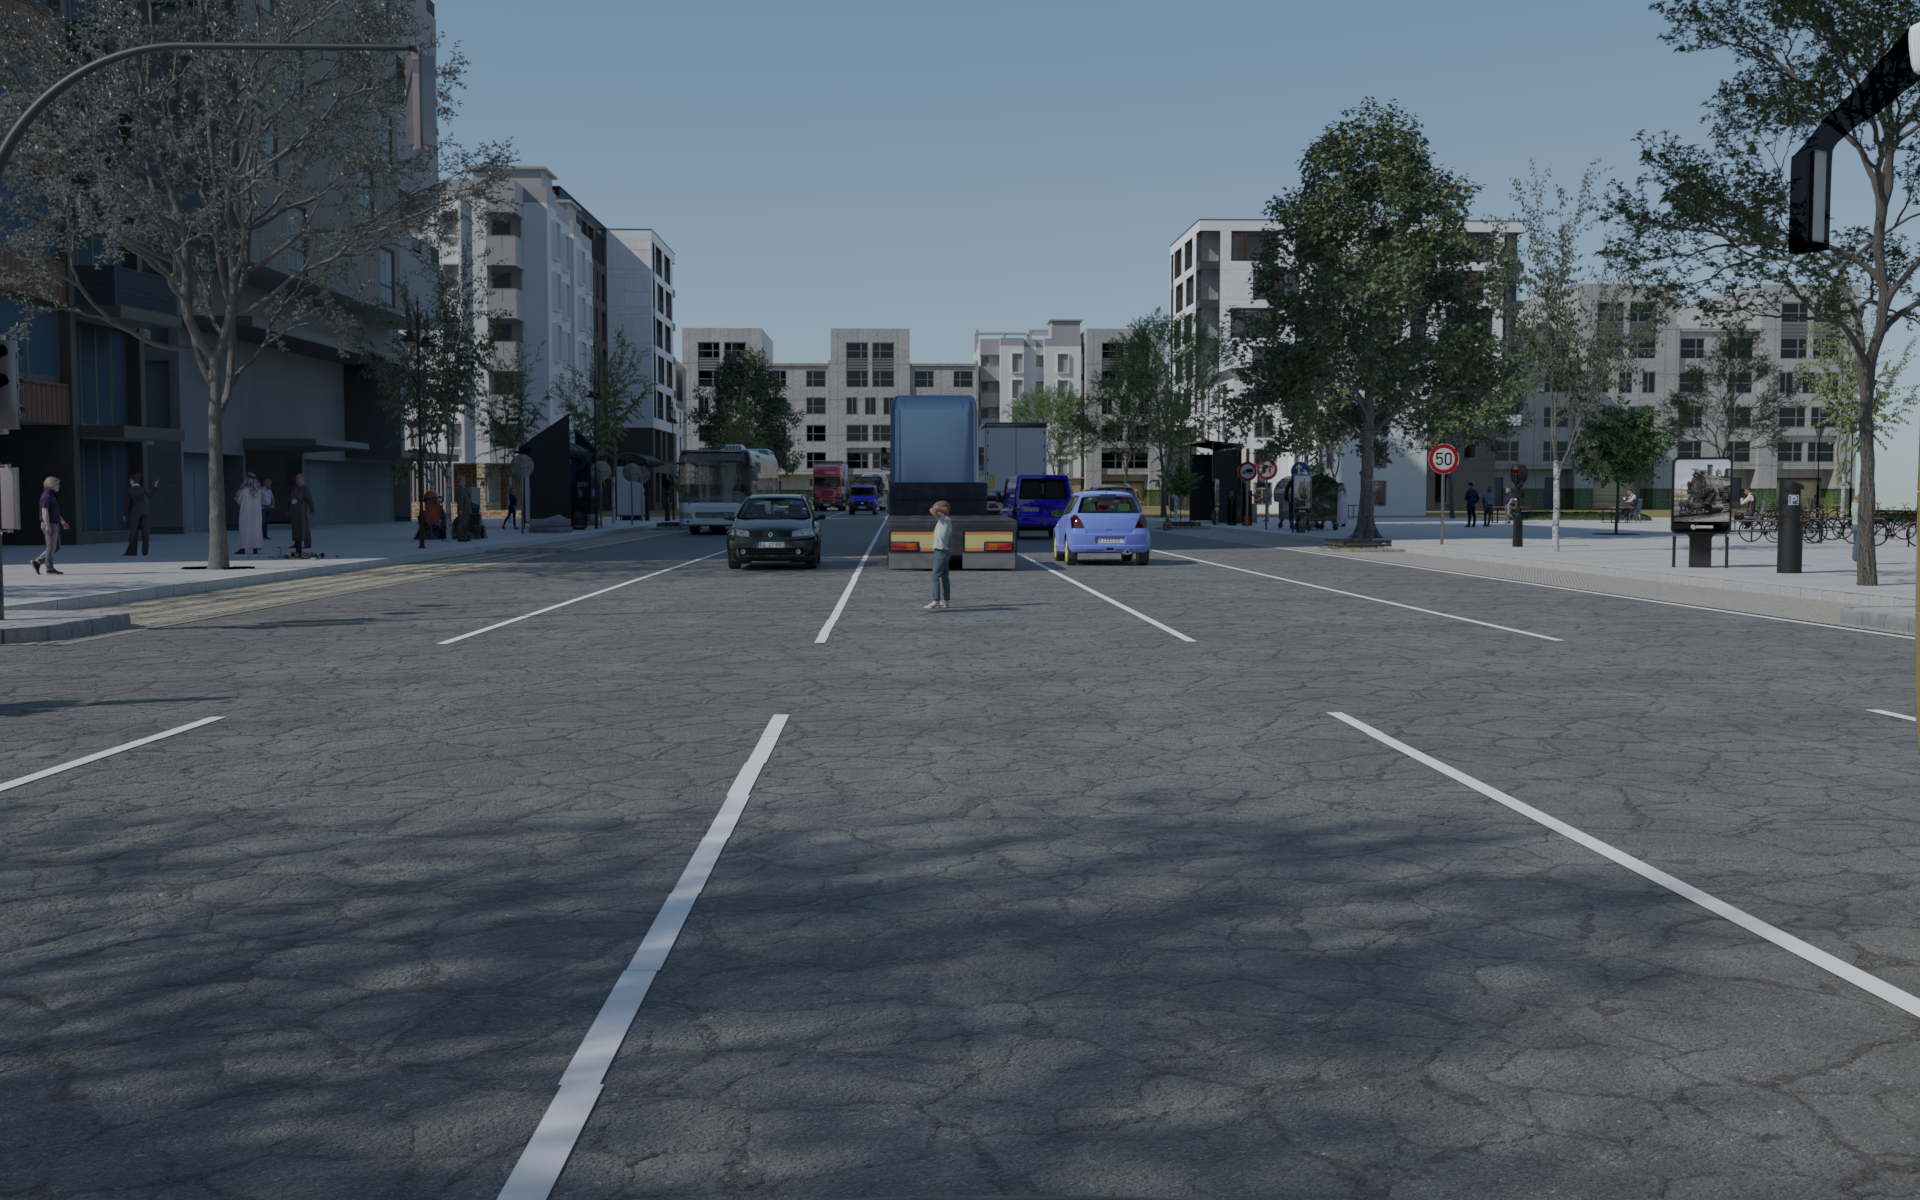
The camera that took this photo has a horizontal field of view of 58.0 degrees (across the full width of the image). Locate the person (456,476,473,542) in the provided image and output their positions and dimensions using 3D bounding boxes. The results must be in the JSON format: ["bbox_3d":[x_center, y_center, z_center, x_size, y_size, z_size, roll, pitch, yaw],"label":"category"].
[{"bbox_3d":[-13.322,-2.446,46.590,0.434,1.755,0.990,0,4,-2],"label":"person"}]

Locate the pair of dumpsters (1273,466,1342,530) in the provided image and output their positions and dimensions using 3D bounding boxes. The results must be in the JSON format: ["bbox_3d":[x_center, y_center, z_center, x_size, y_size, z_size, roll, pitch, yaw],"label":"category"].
[{"bbox_3d":[12.626,-3.698,62.951,1.574,2.255,4.437,0,4,-2],"label":"pair of dumpsters"}]

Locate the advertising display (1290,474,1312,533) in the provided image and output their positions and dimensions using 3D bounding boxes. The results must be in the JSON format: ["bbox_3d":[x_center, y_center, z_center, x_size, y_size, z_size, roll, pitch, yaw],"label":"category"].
[{"bbox_3d":[11.296,-3.189,57.353,0.974,1.923,0.123,-3,5,-42],"label":"advertising display"}]

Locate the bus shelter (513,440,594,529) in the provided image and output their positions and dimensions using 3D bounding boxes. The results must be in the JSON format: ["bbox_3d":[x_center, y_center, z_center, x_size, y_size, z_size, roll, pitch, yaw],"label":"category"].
[{"bbox_3d":[-15.398,-4.405,65.946,2.014,3.302,5.546,0,4,-2],"label":"bus shelter"}]

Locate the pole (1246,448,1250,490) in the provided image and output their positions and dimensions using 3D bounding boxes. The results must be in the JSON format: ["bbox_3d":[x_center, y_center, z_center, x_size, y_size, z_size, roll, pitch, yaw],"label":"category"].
[{"bbox_3d":[12.791,-5.090,77.057,0.158,3.312,0.155,0,3,0],"label":"pole"}]

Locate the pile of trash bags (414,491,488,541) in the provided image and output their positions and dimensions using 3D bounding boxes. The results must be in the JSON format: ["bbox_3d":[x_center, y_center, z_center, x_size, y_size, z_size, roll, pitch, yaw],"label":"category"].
[{"bbox_3d":[-14.505,-2.392,48.855,1.912,1.369,3.447,0,4,-4],"label":"pile of trash bags"}]

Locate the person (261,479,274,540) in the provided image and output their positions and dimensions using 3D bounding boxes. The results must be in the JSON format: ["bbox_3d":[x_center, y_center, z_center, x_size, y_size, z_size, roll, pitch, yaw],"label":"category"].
[{"bbox_3d":[-19.602,-2.568,48.971,0.436,1.711,0.756,2,4,27],"label":"person"}]

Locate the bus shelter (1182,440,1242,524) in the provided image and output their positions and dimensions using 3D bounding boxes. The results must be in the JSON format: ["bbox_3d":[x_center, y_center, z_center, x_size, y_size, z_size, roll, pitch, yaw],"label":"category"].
[{"bbox_3d":[11.340,-5.307,78.057,1.731,3.624,6.357,0,4,-2],"label":"bus shelter"}]

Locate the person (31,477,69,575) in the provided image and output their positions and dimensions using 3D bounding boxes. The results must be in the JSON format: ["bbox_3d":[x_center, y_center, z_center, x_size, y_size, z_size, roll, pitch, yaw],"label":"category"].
[{"bbox_3d":[-14.471,-1.177,27.501,0.471,1.553,0.569,1,4,13],"label":"person"}]

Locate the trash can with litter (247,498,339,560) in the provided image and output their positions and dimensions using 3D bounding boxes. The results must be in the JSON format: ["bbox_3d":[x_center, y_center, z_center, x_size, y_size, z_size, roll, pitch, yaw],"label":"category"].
[{"bbox_3d":[-13.237,-1.432,34.479,1.678,1.210,2.233,-2,4,-28],"label":"trash can with litter"}]

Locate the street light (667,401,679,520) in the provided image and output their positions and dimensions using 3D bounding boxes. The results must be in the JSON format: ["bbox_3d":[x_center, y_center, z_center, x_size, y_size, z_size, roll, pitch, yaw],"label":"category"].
[{"bbox_3d":[-14.242,-6.923,85.973,0.468,5.910,1.993,0,4,-2],"label":"street light"}]

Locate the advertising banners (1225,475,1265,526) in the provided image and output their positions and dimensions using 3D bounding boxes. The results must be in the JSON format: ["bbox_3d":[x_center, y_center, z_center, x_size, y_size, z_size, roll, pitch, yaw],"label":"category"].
[{"bbox_3d":[11.619,-4.525,70.165,0.090,3.025,2.074,-3,5,-43],"label":"advertising banners"}]

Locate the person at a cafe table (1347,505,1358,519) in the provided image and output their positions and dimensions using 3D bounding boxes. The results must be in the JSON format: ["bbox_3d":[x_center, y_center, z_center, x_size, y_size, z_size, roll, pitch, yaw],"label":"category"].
[{"bbox_3d":[19.652,-4.984,90.000,1.622,1.524,1.698,0,4,-2],"label":"person at a cafe table"}]

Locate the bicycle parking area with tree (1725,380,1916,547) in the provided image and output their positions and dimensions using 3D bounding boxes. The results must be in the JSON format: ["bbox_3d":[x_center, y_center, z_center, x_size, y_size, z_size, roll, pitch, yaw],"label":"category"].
[{"bbox_3d":[24.569,-3.549,45.033,8.231,4.147,9.016,-2,4,-32],"label":"bicycle parking area with tree"}]

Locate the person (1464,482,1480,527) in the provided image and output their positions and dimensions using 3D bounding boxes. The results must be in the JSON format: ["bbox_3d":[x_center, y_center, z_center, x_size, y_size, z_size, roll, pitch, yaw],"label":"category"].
[{"bbox_3d":[19.719,-3.683,66.962,0.576,1.737,0.504,-3,4,-37],"label":"person"}]

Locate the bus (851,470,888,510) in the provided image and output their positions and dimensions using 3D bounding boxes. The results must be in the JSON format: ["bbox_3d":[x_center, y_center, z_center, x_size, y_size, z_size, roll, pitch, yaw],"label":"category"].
[{"bbox_3d":[-7.926,-9.785,154.846,2.948,3.499,13.247,0,4,0],"label":"bus"}]

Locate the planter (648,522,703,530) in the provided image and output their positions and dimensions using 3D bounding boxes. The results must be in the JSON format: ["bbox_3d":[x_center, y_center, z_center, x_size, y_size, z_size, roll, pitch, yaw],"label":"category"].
[{"bbox_3d":[-11.340,-2.945,69.293,1.991,0.319,1.994,0,4,-2],"label":"planter"}]

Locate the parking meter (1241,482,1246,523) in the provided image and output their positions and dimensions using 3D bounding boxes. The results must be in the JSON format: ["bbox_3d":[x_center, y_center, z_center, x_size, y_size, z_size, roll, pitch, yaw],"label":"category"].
[{"bbox_3d":[12.658,-4.393,77.542,0.399,1.863,0.255,2,4,34],"label":"parking meter"}]

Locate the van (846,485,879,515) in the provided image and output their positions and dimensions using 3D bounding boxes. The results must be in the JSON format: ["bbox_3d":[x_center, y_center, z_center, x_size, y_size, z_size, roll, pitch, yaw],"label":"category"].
[{"bbox_3d":[-6.682,-7.074,120.051,2.240,2.365,5.245,0,4,-1],"label":"van"}]

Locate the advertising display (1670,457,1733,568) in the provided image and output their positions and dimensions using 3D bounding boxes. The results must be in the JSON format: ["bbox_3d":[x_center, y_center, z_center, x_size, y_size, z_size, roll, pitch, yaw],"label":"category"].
[{"bbox_3d":[12.905,-1.526,30.157,0.974,1.923,0.123,1,4,19],"label":"advertising display"}]

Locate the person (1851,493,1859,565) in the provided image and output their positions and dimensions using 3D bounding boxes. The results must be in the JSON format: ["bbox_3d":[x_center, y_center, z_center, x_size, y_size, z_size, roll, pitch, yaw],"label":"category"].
[{"bbox_3d":[16.347,-1.316,31.467,0.340,1.345,0.435,-1,4,-17],"label":"person"}]

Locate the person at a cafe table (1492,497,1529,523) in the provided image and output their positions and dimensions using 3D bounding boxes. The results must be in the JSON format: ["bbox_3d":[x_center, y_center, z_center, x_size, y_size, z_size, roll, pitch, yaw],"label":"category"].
[{"bbox_3d":[24.427,-4.046,77.021,1.698,1.238,1.726,2,4,34],"label":"person at a cafe table"}]

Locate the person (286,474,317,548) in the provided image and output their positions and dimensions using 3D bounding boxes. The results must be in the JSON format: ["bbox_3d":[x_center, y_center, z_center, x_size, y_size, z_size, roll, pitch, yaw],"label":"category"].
[{"bbox_3d":[-15.603,-2.100,40.931,0.990,1.755,0.434,2,4,33],"label":"person"}]

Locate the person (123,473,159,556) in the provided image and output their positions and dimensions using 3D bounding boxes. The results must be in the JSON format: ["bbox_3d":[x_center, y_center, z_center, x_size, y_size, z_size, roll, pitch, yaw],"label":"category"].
[{"bbox_3d":[-17.149,-1.800,36.269,0.445,1.727,0.742,1,4,16],"label":"person"}]

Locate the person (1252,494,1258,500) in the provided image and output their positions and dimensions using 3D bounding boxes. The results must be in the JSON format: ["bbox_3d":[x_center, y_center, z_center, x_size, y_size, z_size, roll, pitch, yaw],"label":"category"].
[{"bbox_3d":[16.253,-5.551,97.327,0.721,1.766,1.217,-3,5,-41],"label":"person"}]

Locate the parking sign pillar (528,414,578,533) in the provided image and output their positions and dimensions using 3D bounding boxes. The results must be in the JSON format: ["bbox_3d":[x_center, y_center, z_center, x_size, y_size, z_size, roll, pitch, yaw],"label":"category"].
[{"bbox_3d":[-13.684,-4.237,57.753,1.447,3.967,1.447,-1,4,-21],"label":"parking sign pillar"}]

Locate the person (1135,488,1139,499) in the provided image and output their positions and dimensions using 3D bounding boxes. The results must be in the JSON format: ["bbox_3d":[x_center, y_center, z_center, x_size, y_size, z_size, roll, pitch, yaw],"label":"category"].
[{"bbox_3d":[14.532,-8.287,142.062,0.617,1.759,0.750,-1,4,-22],"label":"person"}]

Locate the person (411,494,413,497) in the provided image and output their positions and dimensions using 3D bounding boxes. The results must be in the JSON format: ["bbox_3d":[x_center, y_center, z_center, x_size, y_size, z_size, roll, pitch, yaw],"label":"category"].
[{"bbox_3d":[-28.714,-5.088,89.764,0.617,1.759,0.750,0,4,5],"label":"person"}]

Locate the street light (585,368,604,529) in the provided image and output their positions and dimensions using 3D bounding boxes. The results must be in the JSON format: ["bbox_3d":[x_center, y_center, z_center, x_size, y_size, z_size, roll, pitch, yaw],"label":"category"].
[{"bbox_3d":[-13.458,-5.574,63.929,0.468,5.910,1.993,0,4,-2],"label":"street light"}]

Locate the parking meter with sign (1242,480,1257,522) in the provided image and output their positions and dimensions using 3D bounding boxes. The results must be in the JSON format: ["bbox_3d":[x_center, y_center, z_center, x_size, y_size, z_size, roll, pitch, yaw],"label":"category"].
[{"bbox_3d":[12.864,-5.049,78.805,0.543,3.016,1.738,-2,4,-29],"label":"parking meter with sign"}]

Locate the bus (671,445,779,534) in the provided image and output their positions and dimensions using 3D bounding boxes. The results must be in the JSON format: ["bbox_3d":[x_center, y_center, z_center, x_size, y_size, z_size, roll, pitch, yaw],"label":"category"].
[{"bbox_3d":[-8.649,-4.326,65.585,2.948,3.499,13.247,0,4,-2],"label":"bus"}]

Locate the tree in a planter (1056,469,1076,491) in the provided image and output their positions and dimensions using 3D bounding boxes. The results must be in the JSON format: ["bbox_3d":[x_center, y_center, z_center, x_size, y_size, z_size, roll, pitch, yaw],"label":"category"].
[{"bbox_3d":[7.180,-7.562,120.854,1.991,3.239,1.994,0,4,-2],"label":"tree in a planter"}]

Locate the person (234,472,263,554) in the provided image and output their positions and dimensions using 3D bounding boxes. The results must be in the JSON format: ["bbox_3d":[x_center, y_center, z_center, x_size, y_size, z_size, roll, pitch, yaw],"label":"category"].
[{"bbox_3d":[-15.159,-1.852,37.000,0.621,1.740,0.551,2,4,26],"label":"person"}]

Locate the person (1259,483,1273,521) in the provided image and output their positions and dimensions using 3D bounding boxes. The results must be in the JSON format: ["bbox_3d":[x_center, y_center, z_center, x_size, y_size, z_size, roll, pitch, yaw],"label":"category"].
[{"bbox_3d":[14.346,-4.588,81.202,0.789,1.805,0.875,-1,4,-12],"label":"person"}]

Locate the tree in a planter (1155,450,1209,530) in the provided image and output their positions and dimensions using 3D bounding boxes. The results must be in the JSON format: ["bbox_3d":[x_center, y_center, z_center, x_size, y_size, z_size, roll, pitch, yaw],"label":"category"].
[{"bbox_3d":[8.952,-4.464,70.208,1.991,3.239,1.994,0,4,-2],"label":"tree in a planter"}]

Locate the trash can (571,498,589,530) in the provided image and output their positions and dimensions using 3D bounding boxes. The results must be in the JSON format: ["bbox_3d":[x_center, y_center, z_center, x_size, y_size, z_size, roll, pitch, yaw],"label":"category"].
[{"bbox_3d":[-13.647,-3.077,61.966,0.748,1.137,0.748,0,3,0],"label":"trash can"}]

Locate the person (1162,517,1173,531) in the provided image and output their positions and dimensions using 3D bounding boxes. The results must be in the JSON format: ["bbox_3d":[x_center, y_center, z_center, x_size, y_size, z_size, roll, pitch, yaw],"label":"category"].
[{"bbox_3d":[8.092,-2.979,67.681,0.381,0.543,0.357,-1,4,-16],"label":"person"}]

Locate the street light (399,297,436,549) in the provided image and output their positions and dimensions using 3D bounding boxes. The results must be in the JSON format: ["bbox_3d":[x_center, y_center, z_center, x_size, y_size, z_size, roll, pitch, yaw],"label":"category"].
[{"bbox_3d":[-12.701,-4.155,40.716,0.468,5.910,1.993,0,4,-2],"label":"street light"}]

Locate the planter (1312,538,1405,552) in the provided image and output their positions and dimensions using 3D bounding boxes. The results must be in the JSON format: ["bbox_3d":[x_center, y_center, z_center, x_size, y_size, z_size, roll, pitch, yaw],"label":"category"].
[{"bbox_3d":[9.896,-1.360,43.370,1.991,0.319,1.994,0,4,-2],"label":"planter"}]

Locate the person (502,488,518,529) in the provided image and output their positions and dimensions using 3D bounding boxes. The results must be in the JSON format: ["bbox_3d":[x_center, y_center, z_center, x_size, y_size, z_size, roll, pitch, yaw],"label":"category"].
[{"bbox_3d":[-16.286,-3.310,62.710,0.613,1.512,0.480,-1,4,-15],"label":"person"}]

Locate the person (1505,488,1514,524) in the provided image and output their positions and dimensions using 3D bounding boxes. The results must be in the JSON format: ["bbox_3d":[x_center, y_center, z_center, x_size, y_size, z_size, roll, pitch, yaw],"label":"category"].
[{"bbox_3d":[23.651,-4.047,74.424,0.471,1.553,0.569,1,4,20],"label":"person"}]

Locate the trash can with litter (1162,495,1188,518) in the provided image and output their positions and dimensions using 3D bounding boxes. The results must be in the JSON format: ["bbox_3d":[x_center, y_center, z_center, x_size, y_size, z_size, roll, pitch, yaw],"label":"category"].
[{"bbox_3d":[11.633,-4.980,92.486,1.678,1.210,2.233,2,4,33],"label":"trash can with litter"}]

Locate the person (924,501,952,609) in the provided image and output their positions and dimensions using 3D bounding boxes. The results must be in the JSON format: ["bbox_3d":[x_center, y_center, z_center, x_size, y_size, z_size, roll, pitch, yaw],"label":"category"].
[{"bbox_3d":[-0.273,-0.573,21.782,0.340,1.345,0.435,0,4,3],"label":"person"}]

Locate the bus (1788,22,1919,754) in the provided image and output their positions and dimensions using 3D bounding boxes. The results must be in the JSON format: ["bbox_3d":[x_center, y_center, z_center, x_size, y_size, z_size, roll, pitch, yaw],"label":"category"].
[{"bbox_3d":[4.731,-0.551,0.551,2.896,3.916,12.252,0,4,-2],"label":"bus"}]

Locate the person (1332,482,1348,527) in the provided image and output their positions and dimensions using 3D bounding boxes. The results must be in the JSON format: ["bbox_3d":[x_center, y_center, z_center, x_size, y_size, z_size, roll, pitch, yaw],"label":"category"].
[{"bbox_3d":[14.987,-3.759,68.172,0.621,1.740,0.551,1,4,23],"label":"person"}]

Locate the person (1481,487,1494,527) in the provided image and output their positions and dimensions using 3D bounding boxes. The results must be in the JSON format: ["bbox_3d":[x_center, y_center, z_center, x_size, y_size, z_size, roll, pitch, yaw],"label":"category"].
[{"bbox_3d":[20.640,-3.640,67.766,0.499,1.552,0.429,3,4,36],"label":"person"}]

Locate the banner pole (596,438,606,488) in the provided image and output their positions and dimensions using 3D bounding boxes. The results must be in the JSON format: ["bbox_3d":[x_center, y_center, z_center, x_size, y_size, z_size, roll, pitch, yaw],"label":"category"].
[{"bbox_3d":[-16.092,-5.352,77.530,0.863,3.779,0.401,3,5,40],"label":"banner pole"}]

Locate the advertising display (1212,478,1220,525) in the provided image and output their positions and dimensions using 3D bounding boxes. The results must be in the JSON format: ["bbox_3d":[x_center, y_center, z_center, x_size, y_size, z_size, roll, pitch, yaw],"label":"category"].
[{"bbox_3d":[10.545,-4.048,71.399,0.123,1.923,0.974,1,4,20],"label":"advertising display"}]

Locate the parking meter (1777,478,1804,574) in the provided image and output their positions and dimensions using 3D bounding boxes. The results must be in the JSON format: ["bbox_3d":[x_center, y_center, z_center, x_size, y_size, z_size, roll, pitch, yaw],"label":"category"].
[{"bbox_3d":[13.458,-1.202,28.064,0.372,1.533,0.369,0,3,0],"label":"parking meter"}]

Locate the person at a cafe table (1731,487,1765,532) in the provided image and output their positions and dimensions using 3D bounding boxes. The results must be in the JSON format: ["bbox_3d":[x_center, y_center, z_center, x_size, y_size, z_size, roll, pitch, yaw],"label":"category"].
[{"bbox_3d":[26.391,-3.073,58.755,1.622,1.524,1.698,3,4,38],"label":"person at a cafe table"}]

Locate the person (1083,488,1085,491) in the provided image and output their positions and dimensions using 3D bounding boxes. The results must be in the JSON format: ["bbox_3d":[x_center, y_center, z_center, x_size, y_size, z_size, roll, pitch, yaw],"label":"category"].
[{"bbox_3d":[10.601,-8.564,146.600,0.750,1.759,0.617,3,5,40],"label":"person"}]

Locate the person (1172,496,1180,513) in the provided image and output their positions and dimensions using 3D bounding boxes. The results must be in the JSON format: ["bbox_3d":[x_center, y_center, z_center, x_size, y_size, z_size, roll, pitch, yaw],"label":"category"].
[{"bbox_3d":[14.962,-6.791,120.306,0.599,1.433,0.991,3,5,43],"label":"person"}]

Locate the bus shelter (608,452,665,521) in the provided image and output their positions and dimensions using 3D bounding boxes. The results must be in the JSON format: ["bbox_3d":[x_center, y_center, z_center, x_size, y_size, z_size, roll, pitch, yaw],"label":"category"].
[{"bbox_3d":[-16.099,-5.663,86.514,2.014,3.302,5.546,0,4,-2],"label":"bus shelter"}]

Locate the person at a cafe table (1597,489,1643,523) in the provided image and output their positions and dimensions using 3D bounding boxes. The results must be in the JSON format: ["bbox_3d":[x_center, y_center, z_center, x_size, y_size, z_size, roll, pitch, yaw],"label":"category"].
[{"bbox_3d":[29.511,-4.197,77.141,1.622,1.524,1.698,0,4,0],"label":"person at a cafe table"}]

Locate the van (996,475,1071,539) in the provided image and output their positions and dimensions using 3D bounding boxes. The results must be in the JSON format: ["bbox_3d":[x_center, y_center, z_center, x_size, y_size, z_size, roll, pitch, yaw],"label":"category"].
[{"bbox_3d":[2.430,-3.190,56.540,2.240,2.365,5.245,0,4,-4],"label":"van"}]

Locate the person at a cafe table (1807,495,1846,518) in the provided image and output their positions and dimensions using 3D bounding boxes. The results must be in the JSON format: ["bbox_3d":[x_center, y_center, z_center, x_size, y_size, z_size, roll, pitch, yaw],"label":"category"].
[{"bbox_3d":[46.701,-5.055,93.512,1.726,1.238,1.698,1,4,14],"label":"person at a cafe table"}]

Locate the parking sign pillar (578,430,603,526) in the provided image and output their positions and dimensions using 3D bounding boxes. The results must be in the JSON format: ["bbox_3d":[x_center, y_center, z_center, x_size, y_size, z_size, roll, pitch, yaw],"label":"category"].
[{"bbox_3d":[-15.437,-5.055,71.120,1.447,3.967,1.447,3,5,39],"label":"parking sign pillar"}]
